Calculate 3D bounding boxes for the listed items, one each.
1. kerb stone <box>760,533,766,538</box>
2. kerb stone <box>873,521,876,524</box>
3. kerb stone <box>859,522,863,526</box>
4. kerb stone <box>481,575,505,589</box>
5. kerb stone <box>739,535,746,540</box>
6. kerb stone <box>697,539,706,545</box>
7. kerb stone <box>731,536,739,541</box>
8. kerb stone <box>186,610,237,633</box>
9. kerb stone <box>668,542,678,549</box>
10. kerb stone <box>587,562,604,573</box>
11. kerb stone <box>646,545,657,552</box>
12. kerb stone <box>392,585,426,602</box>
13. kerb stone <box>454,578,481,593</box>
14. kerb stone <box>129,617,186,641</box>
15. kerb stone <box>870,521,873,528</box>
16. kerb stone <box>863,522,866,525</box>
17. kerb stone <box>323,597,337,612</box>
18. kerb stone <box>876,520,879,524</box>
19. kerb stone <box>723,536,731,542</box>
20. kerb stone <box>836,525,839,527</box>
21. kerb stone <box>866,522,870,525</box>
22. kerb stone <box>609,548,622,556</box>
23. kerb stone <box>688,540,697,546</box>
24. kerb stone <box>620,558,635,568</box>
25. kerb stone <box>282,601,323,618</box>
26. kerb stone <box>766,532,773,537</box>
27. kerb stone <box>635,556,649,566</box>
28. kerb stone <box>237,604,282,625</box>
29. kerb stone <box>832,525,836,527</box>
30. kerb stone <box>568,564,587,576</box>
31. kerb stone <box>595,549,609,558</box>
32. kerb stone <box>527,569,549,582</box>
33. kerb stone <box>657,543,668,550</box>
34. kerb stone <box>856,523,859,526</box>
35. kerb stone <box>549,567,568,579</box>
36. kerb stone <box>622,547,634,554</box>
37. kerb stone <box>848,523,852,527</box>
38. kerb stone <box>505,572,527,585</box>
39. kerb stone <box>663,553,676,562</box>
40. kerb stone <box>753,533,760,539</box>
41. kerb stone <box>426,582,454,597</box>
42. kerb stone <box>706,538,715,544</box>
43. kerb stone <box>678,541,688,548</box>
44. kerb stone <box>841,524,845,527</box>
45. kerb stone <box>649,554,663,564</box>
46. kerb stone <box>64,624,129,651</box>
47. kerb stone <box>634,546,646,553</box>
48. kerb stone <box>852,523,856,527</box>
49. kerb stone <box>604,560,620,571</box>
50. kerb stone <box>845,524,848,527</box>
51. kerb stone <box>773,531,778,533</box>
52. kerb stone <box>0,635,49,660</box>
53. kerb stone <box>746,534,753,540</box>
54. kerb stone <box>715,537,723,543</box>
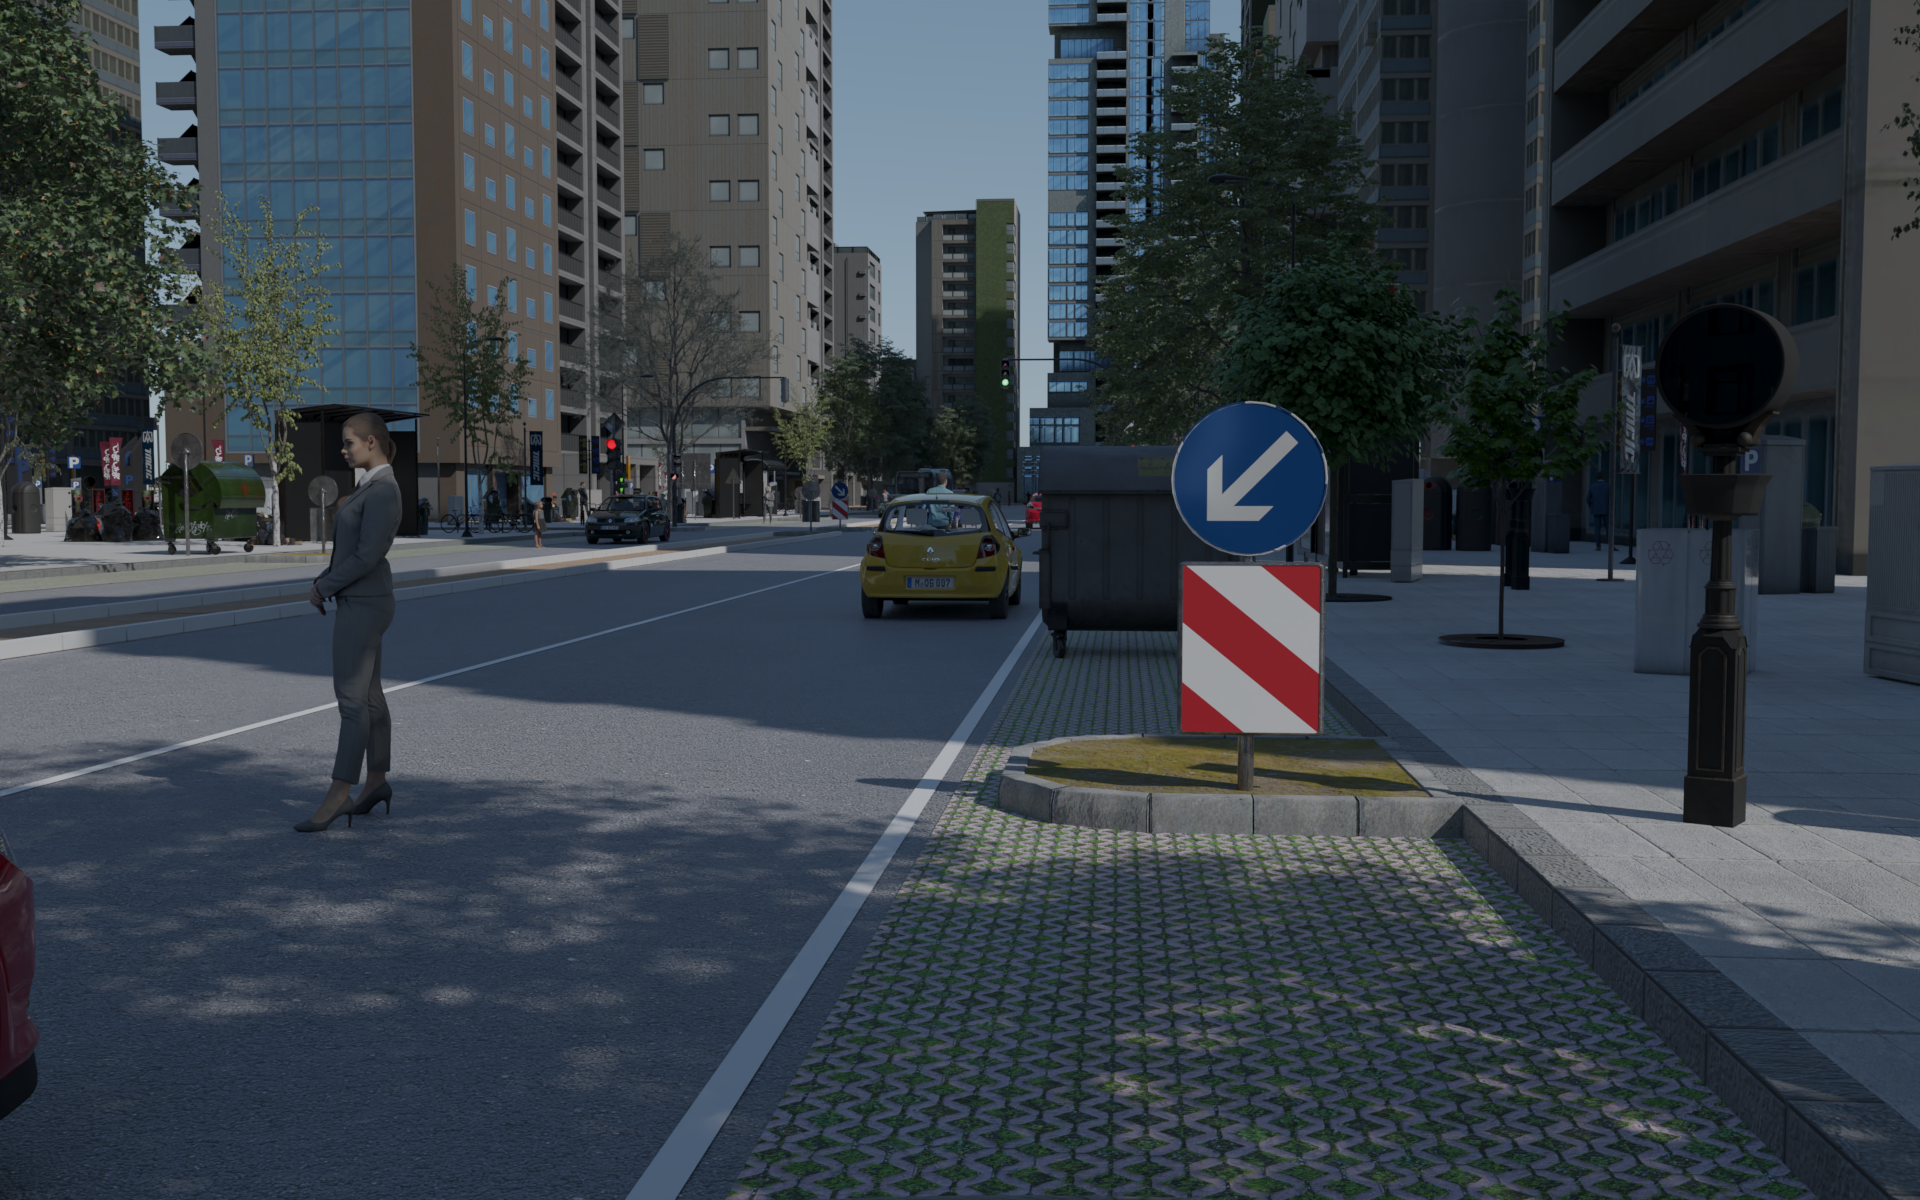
[{"bbox_3d":[-6.548,-2.090,56.366,0.120,0.150,1.000,0,4,5],"label":"kerb stone"},{"bbox_3d":[-4.192,-3.610,81.327,0.120,0.150,1.000,0,4,5],"label":"kerb stone"},{"bbox_3d":[-4.578,-3.367,77.242,0.120,0.150,1.000,0,4,5],"label":"kerb stone"},{"bbox_3d":[-7.248,-0.264,26.516,0.120,0.150,1.000,0,4,5],"label":"kerb stone"},{"bbox_3d":[-6.827,-1.899,53.292,0.120,0.150,1.000,0,4,5],"label":"kerb stone"},{"bbox_3d":[-7.320,-1.587,48.193,0.120,0.150,1.000,0,4,5],"label":"kerb stone"},{"bbox_3d":[-6.929,-1.839,52.268,0.120,0.150,1.000,0,4,5],"label":"kerb stone"},{"bbox_3d":[-8.009,0.235,18.357,0.120,0.150,1.000,0,4,5],"label":"kerb stone"},{"bbox_3d":[-7.600,-1.399,45.138,0.120,0.150,1.000,0,4,5],"label":"kerb stone"},{"bbox_3d":[-6.758,-0.575,31.633,0.120,0.150,1.000,0,4,5],"label":"kerb stone"},{"bbox_3d":[-7.789,-1.277,43.079,0.120,0.150,1.000,0,4,5],"label":"kerb stone"},{"bbox_3d":[-7.529,-0.077,23.460,0.120,0.150,1.000,0,4,5],"label":"kerb stone"},{"bbox_3d":[-7.337,-0.202,25.497,0.120,0.150,1.000,0,4,5],"label":"kerb stone"},{"bbox_3d":[-8.105,0.297,17.339,0.120,0.150,1.000,0,4,5],"label":"kerb stone"},{"bbox_3d":[-4.293,-3.554,80.300,0.120,0.150,1.000,0,4,5],"label":"kerb stone"},{"bbox_3d":[-4.478,-3.429,78.264,0.120,0.150,1.000,0,4,5],"label":"kerb stone"},{"bbox_3d":[-7.726,0.047,21.419,0.120,0.150,1.000,0,4,5],"label":"kerb stone"},{"bbox_3d":[-4.099,-3.679,82.344,0.120,0.150,1.000,0,4,5],"label":"kerb stone"},{"bbox_3d":[-7.033,-1.777,51.251,0.120,0.150,1.000,0,4,5],"label":"kerb stone"},{"bbox_3d":[-5.154,-2.989,71.127,0.120,0.150,1.000,0,4,5],"label":"kerb stone"},{"bbox_3d":[-4.388,-3.492,79.282,0.120,0.150,1.000,0,4,5],"label":"kerb stone"},{"bbox_3d":[-8.083,-1.090,40.019,0.120,0.150,1.000,0,4,5],"label":"kerb stone"},{"bbox_3d":[-7.412,-1.522,47.175,0.120,0.150,1.000,0,4,5],"label":"kerb stone"},{"bbox_3d":[-6.576,-0.702,33.677,0.120,0.150,1.000,0,4,5],"label":"kerb stone"},{"bbox_3d":[-7.819,0.110,20.399,0.120,0.150,1.000,0,4,5],"label":"kerb stone"},{"bbox_3d":[-6.443,-2.152,57.387,0.120,0.150,1.000,0,4,5],"label":"kerb stone"},{"bbox_3d":[-6.478,-0.765,34.698,0.120,0.150,1.000,0,4,5],"label":"kerb stone"},{"bbox_3d":[-7.915,0.175,19.380,0.120,0.150,1.000,0,4,5],"label":"kerb stone"},{"bbox_3d":[-5.246,-2.929,70.093,0.120,0.150,1.000,0,4,5],"label":"kerb stone"},{"bbox_3d":[-6.859,-0.515,30.616,0.120,0.150,1.000,0,4,5],"label":"kerb stone"},{"bbox_3d":[-8.176,-1.028,39.002,0.120,0.150,1.000,0,4,5],"label":"kerb stone"},{"bbox_3d":[-7.050,-0.389,28.559,0.120,0.150,1.000,0,4,5],"label":"kerb stone"},{"bbox_3d":[-7.697,-1.333,44.106,0.120,0.150,1.000,0,4,5],"label":"kerb stone"},{"bbox_3d":[-4.672,-3.303,76.224,0.120,0.150,1.000,0,4,5],"label":"kerb stone"},{"bbox_3d":[-6.961,-0.449,29.588,0.120,0.150,1.000,0,4,5],"label":"kerb stone"},{"bbox_3d":[-7.983,-1.151,41.037,0.120,0.150,1.000,0,4,5],"label":"kerb stone"},{"bbox_3d":[-4.865,-3.180,74.185,0.120,0.150,1.000,0,4,5],"label":"kerb stone"},{"bbox_3d":[-7.150,-0.326,27.533,0.120,0.150,1.000,0,4,5],"label":"kerb stone"},{"bbox_3d":[-6.277,-0.890,36.741,0.120,0.150,1.000,0,4,5],"label":"kerb stone"},{"bbox_3d":[-6.642,-2.028,55.348,0.120,0.150,1.000,0,4,5],"label":"kerb stone"},{"bbox_3d":[-7.437,-0.140,24.478,0.120,0.150,1.000,0,4,5],"label":"kerb stone"},{"bbox_3d":[-7.211,-1.652,49.211,0.120,0.150,1.000,0,4,5],"label":"kerb stone"},{"bbox_3d":[-7.509,-1.466,46.158,0.120,0.150,1.000,0,4,5],"label":"kerb stone"},{"bbox_3d":[-5.052,-3.055,72.147,0.120,0.150,1.000,0,4,5],"label":"kerb stone"},{"bbox_3d":[-6.375,-0.827,35.721,0.120,0.150,1.000,0,4,5],"label":"kerb stone"},{"bbox_3d":[-8.203,0.359,16.322,0.120,0.150,1.000,0,4,5],"label":"kerb stone"},{"bbox_3d":[-7.887,-1.214,42.055,0.120,0.150,1.000,0,4,5],"label":"kerb stone"},{"bbox_3d":[-4.769,-3.242,75.203,0.120,0.150,1.000,0,4,5],"label":"kerb stone"},{"bbox_3d":[-6.666,-0.639,32.651,0.120,0.150,1.000,0,4,5],"label":"kerb stone"},{"bbox_3d":[-4.960,-3.117,73.166,0.120,0.150,1.000,0,4,5],"label":"kerb stone"},{"bbox_3d":[-6.346,-2.215,58.411,0.120,0.150,1.000,0,4,5],"label":"kerb stone"},{"bbox_3d":[-8.297,0.422,15.297,0.120,0.150,1.000,0,4,5],"label":"kerb stone"},{"bbox_3d":[-6.728,-1.964,54.314,0.120,0.150,1.000,0,4,5],"label":"kerb stone"},{"bbox_3d":[-7.121,-1.713,50.231,0.120,0.150,1.000,0,4,5],"label":"kerb stone"}]
